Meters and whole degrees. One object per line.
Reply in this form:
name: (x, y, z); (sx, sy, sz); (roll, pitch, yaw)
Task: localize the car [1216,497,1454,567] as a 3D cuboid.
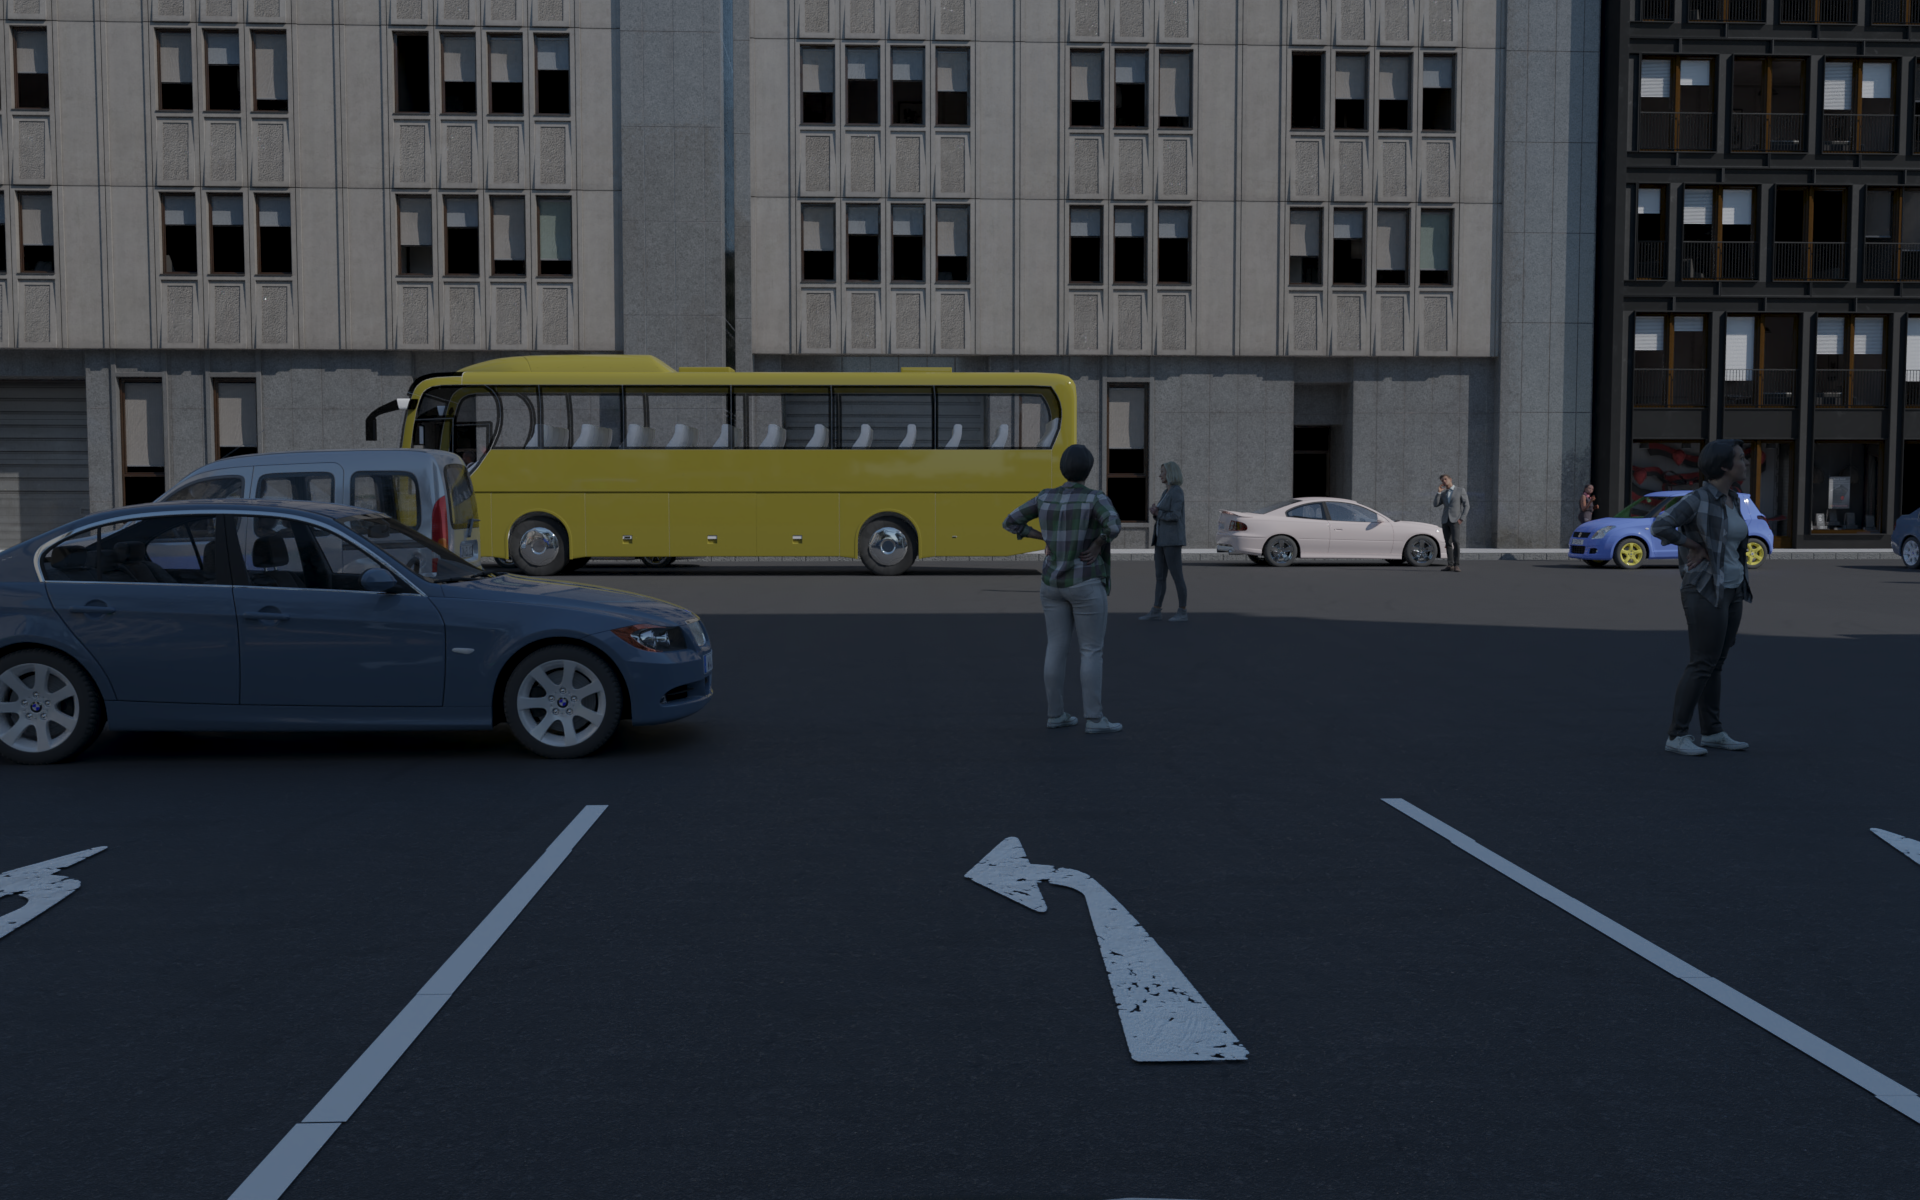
car: (7.585, -1.378, 34.888); (4.827, 1.381, 2.083); (0, 4, -3)

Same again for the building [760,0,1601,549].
building: (4.514, -13.902, 45.324); (19.932, 24.808, 12.078); (0, 4, -3)

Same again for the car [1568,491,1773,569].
car: (13.789, -1.476, 33.726); (3.694, 1.707, 1.945); (0, 4, -4)

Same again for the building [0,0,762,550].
building: (-15.524, -13.798, 43.621); (19.932, 24.808, 12.078); (0, 4, -3)

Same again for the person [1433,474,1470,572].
person: (9.091, -1.430, 32.064); (0.473, 1.802, 0.592); (-2, 4, -32)

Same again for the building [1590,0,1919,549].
building: (22.560, -13.223, 45.877); (15.834, 23.373, 12.332); (0, 4, -3)

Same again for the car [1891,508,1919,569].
car: (19.123, -1.217, 31.896); (2.014, 1.417, 4.499); (0, 4, -4)

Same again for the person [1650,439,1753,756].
person: (4.181, -0.027, 9.672); (0.841, 1.734, 0.376); (-3, 4, -37)

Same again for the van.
van: (-6.530, -0.546, 15.936); (4.112, 2.044, 2.013); (0, 4, -4)

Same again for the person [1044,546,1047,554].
person: (1.479, -0.708, 25.098); (0.505, 1.210, 0.382); (0, 4, -1)

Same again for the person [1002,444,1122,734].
person: (0.684, -0.080, 10.527); (0.841, 1.734, 0.376); (3, 5, 42)

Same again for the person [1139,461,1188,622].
person: (2.316, -0.662, 19.515); (0.526, 1.800, 0.537); (0, 4, -5)

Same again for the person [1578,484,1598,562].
person: (13.357, -1.639, 36.776); (0.415, 1.643, 0.593); (-1, 4, -15)

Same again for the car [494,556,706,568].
car: (-7.421, -1.344, 34.333); (4.827, 1.381, 2.083); (0, 4, -4)

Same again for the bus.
bus: (-4.099, -2.427, 31.234); (12.252, 3.916, 2.896); (0, 4, -1)

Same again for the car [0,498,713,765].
car: (-3.698, 0.120, 10.043); (4.499, 1.417, 2.014); (0, 4, -4)
